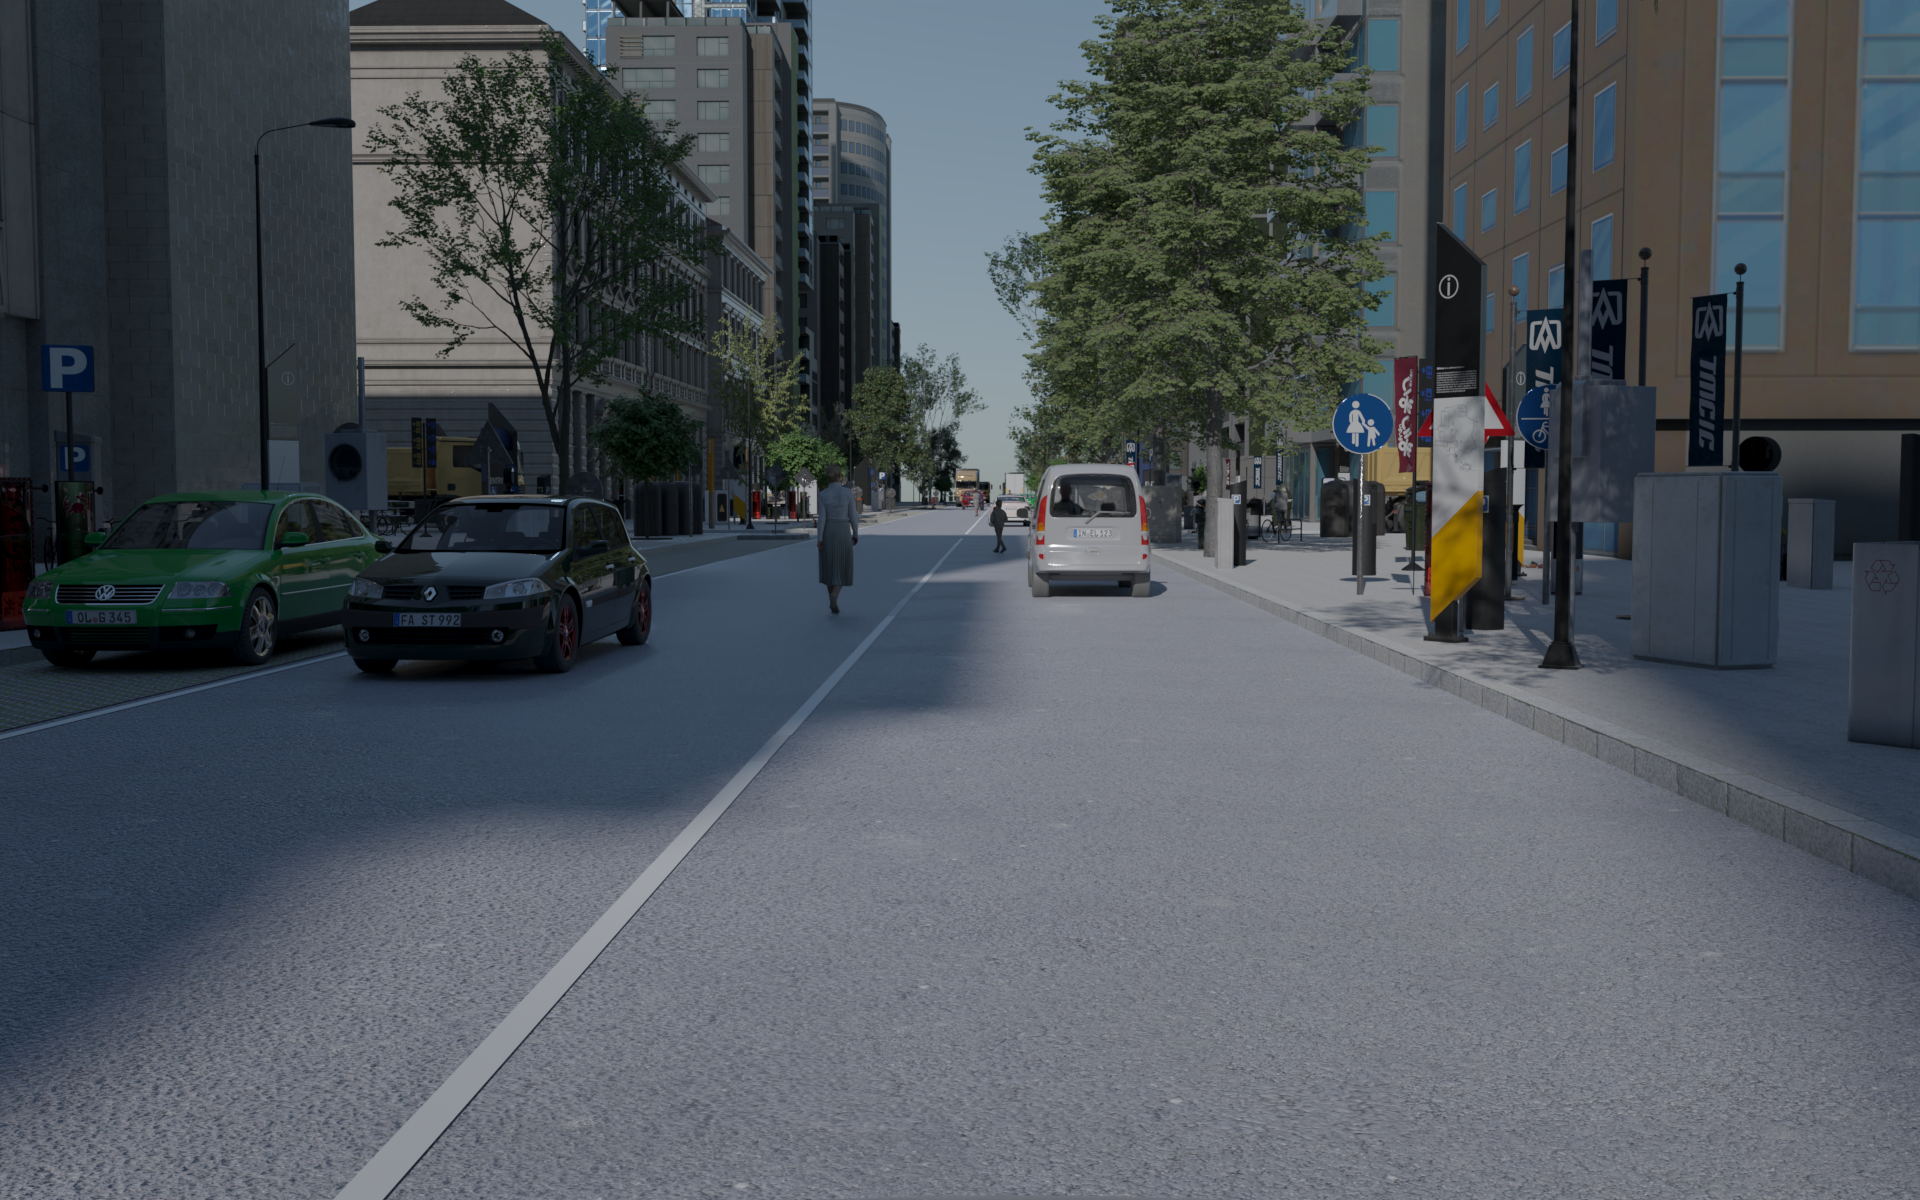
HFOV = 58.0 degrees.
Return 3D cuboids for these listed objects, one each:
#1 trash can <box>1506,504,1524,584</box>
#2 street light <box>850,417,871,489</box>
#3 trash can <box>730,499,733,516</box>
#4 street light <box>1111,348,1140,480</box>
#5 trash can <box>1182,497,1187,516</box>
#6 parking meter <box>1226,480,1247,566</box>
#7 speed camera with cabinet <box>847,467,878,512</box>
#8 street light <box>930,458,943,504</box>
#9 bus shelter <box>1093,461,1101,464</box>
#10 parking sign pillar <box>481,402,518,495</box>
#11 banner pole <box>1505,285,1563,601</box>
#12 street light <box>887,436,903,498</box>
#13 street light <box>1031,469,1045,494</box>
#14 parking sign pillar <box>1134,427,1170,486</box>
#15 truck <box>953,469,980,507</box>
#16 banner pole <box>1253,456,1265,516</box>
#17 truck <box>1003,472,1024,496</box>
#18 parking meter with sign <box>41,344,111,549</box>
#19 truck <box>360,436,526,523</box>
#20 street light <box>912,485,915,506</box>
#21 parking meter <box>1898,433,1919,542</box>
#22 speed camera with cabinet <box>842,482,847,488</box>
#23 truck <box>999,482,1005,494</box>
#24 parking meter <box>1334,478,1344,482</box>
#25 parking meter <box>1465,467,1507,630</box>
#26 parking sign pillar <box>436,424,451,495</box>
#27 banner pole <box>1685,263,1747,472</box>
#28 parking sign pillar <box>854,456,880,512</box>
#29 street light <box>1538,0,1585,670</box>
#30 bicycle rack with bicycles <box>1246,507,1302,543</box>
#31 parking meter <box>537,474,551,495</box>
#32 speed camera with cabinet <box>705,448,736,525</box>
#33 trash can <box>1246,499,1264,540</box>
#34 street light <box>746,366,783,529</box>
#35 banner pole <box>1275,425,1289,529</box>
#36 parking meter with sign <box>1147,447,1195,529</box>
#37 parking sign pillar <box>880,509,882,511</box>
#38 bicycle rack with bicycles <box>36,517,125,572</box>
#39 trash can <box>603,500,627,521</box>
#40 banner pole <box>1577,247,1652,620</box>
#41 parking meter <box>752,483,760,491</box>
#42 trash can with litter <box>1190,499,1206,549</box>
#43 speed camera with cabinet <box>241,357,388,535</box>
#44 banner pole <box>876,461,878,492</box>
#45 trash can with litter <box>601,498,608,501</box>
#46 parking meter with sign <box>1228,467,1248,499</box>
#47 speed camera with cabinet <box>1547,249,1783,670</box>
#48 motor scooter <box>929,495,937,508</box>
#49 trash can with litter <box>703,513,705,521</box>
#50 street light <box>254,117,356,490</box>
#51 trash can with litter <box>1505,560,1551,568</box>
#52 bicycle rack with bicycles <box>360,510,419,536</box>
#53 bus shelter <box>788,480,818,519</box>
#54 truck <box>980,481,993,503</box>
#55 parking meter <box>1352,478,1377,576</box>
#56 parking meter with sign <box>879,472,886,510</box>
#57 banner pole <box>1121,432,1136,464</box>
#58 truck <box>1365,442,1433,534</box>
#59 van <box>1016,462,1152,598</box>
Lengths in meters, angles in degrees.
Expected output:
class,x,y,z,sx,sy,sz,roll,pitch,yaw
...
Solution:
class,x,y,z,sx,sy,sz,roll,pitch,yaw
trash can,7.628,-0.795,24.647,0.748,1.137,0.748,0,3,0
street light,-6.022,-8.045,104.081,1.470,5.913,1.316,0,4,1
trash can,-13.334,-5.454,100.833,0.748,1.137,0.748,0,3,0
street light,5.033,-4.993,54.177,1.470,5.913,1.316,0,4,1
trash can,12.884,-5.442,100.623,0.748,1.137,0.748,0,3,0
parking meter,4.940,-1.382,31.001,0.372,1.533,0.369,0,3,0
speed camera with cabinet,-6.978,-8.031,125.643,2.038,3.252,0.660,-1,4,-14
street light,-3.174,-15.316,222.949,1.470,5.913,1.316,0,4,1
bus shelter,7.382,-6.521,100.546,2.014,3.302,5.546,0,4,2
parking sign pillar,-13.436,-3.795,50.526,1.447,3.967,1.447,3,5,43
banner pole,6.835,-1.880,20.760,0.863,3.779,0.401,3,4,36
street light,-5.262,-10.210,139.469,1.470,5.913,1.316,0,4,1
street light,7.885,-12.254,172.891,1.470,5.913,1.316,0,4,1
parking sign pillar,7.338,-4.763,66.340,1.447,3.967,1.447,2,4,26
truck,0.836,-12.467,192.753,2.839,4.237,11.283,0,4,2
banner pole,17.285,-6.705,99.650,0.863,3.779,0.401,0,4,5
truck,7.132,-14.637,228.226,2.839,4.237,11.283,0,4,1
parking meter with sign,-10.698,-1.519,21.093,0.543,3.016,1.738,-1,4,-19
truck,-19.003,-3.857,58.979,9.791,3.379,3.469,0,4,2
street light,-4.298,-12.744,180.901,1.470,5.913,1.316,0,4,1
parking meter,9.342,-0.677,16.785,0.399,1.863,0.255,0,4,-2
speed camera with cabinet,-8.208,-8.211,128.579,0.660,3.252,2.038,2,4,24
truck,8.227,-17.498,282.014,3.469,3.379,9.791,0,3,0
parking meter,14.050,-3.571,64.093,0.399,1.863,0.255,-2,4,-25
parking meter,4.986,-0.491,16.442,0.372,1.533,0.369,0,3,0
parking sign pillar,-19.648,-4.725,65.718,1.447,3.967,1.447,-3,5,-42
banner pole,8.353,-1.777,19.078,0.401,3.779,0.863,-2,4,-26
parking sign pillar,-6.874,-8.193,122.431,1.447,3.967,1.447,3,5,42
street light,3.903,-2.453,12.640,1.470,5.913,1.316,0,4,1
bicycle rack with bicycles,7.866,-2.034,46.631,2.852,0.926,2.925,2,4,31
parking meter,-12.104,-2.733,50.400,0.255,1.863,0.399,1,4,21
speed camera with cabinet,-9.983,-4.849,73.614,0.660,3.252,2.038,2,4,31
trash can,8.222,-2.288,49.060,0.748,1.137,0.748,0,3,0
street light,-7.110,-5.529,62.934,1.470,5.913,1.316,0,4,1
banner pole,11.730,-4.469,63.084,0.401,3.779,0.863,-2,4,-23
parking meter with sign,7.744,-4.105,63.383,1.738,3.016,0.543,1,4,22
parking sign pillar,-6.497,-8.547,128.210,1.447,3.967,1.447,0,4,-7
bicycle rack with bicycles,-13.045,-0.847,27.235,2.852,0.926,2.925,-2,4,-32
trash can,-8.394,-1.839,41.728,0.748,1.137,0.748,0,3,0
banner pole,6.748,-1.699,17.788,0.863,3.779,0.401,2,4,30
parking meter,-10.472,-5.081,88.787,0.399,1.863,0.255,3,5,44
trash can with litter,5.930,-1.765,40.242,1.055,1.170,0.624,-2,4,-24
speed camera with cabinet,-9.355,-1.879,25.055,2.038,3.252,0.660,1,4,13
banner pole,-6.327,-8.690,132.096,0.401,3.779,0.863,0,4,-2
trash can with litter,-9.342,-1.984,43.825,1.055,1.170,0.624,1,4,20
parking meter with sign,17.435,-6.983,110.425,1.738,3.016,0.543,1,4,10
speed camera with cabinet,5.464,-1.174,13.529,0.660,3.252,2.038,-1,4,-18
motor scooter,-2.718,-9.962,175.650,0.815,1.314,1.986,0,4,3
trash can with litter,-11.783,-4.269,81.182,1.055,1.170,0.624,3,5,42
street light,-8.142,-2.995,21.515,1.470,5.913,1.316,0,4,1
trash can with litter,9.779,-1.168,30.153,2.233,1.210,1.678,0,4,-5
bicycle rack with bicycles,-18.178,-2.441,53.292,2.925,0.926,2.852,-1,4,-19
bus shelter,-8.058,-5.995,91.934,2.014,3.302,5.546,0,4,1
truck,3.353,-16.607,267.449,3.469,3.379,9.791,0,4,2
parking meter,6.381,-1.156,27.316,0.372,1.533,0.369,0,3,0
parking meter with sign,-6.276,-8.657,137.807,0.543,3.016,1.738,0,4,3
banner pole,6.790,-4.910,70.296,0.863,3.779,0.401,-2,4,-26
truck,18.758,-3.831,58.566,9.791,3.379,3.469,0,4,1
van,1.837,-1.123,25.366,2.013,2.044,4.112,0,4,1
